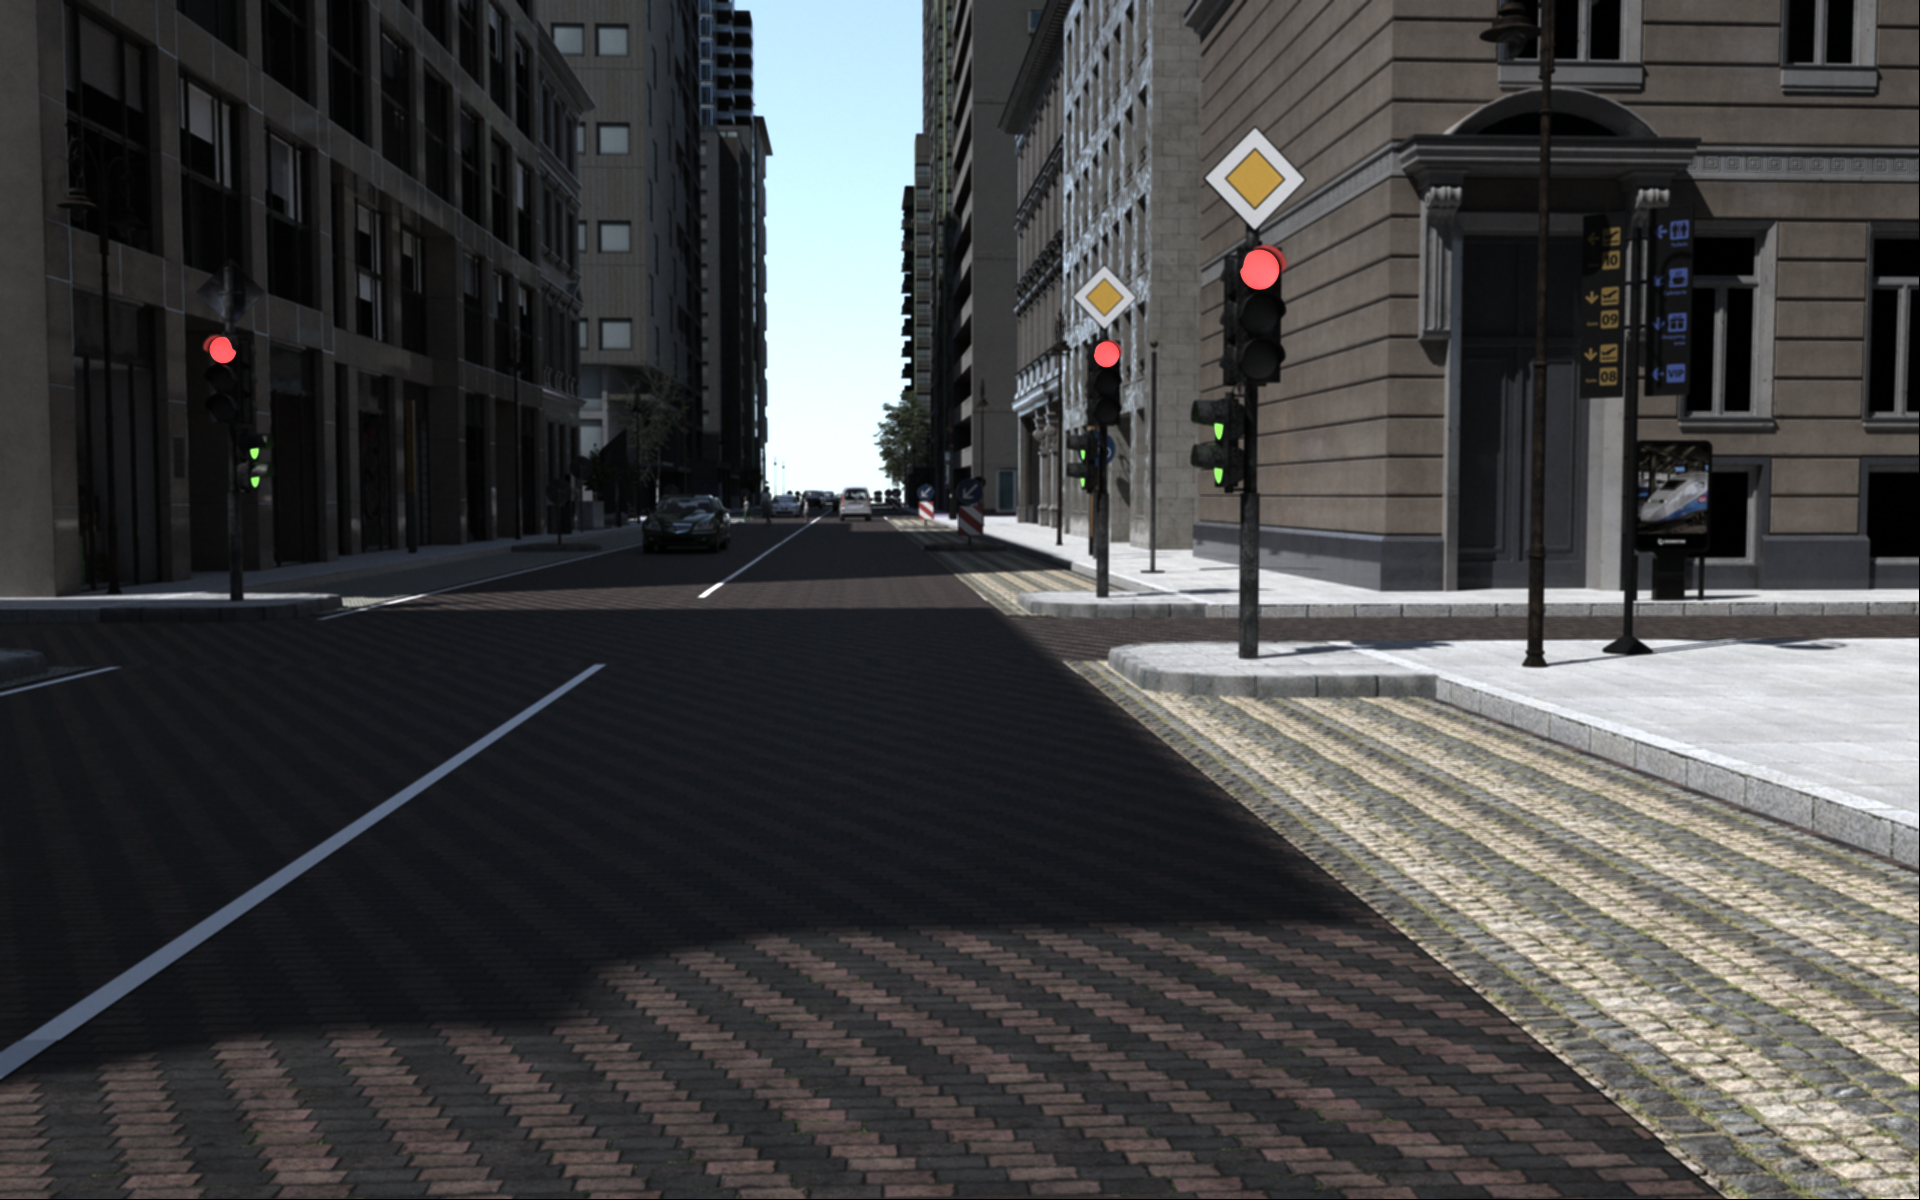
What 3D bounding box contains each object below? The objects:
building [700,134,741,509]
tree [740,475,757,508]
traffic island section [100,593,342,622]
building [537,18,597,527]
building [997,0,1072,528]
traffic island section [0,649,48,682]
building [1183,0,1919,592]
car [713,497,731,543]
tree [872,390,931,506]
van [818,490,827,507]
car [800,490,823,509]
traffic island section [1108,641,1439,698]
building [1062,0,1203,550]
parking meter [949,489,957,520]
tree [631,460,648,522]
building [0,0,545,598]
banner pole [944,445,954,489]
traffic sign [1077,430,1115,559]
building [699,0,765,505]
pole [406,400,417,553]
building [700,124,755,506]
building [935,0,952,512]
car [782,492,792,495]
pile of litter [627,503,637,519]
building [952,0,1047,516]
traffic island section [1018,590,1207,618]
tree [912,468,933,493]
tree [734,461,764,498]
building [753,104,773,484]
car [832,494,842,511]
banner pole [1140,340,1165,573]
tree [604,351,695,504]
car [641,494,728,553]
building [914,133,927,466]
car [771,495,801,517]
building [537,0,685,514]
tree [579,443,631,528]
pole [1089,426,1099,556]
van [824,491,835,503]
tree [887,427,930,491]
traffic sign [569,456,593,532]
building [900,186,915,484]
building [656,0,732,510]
[{"bbox_3d":[-36.456,-28.330,155.080,32.217,40.220,23.993,0,4,-3],"label":"building"},{"bbox_3d":[-19.225,-10.116,159.999,1.663,3.219,1.824,0,3,0],"label":"tree"},{"bbox_3d":[-8.731,0.086,20.871,2.009,0.180,2.903,0,4,-3],"label":"traffic island section"},{"bbox_3d":[-20.940,-13.988,64.861,11.583,22.565,21.152,0,4,-3],"label":"building"},{"bbox_3d":[7.045,-13.797,76.492,10.553,20.767,40.483,0,4,-3],"label":"building"},{"bbox_3d":[-8.247,0.574,12.900,2.009,0.180,2.903,0,4,-3],"label":"traffic island section"},{"bbox_3d":[14.860,-14.850,28.707,20.117,28.700,13.634,0,4,-3],"label":"building"},{"bbox_3d":[-7.599,-2.284,49.706,2.083,1.381,4.827,0,4,-5],"label":"car"},{"bbox_3d":[-5.756,-16.546,188.652,7.486,12.596,7.792,0,3,0],"label":"tree"},{"bbox_3d":[-15.792,-11.339,192.407,2.013,2.044,4.112,0,4,-4],"label":"van"},{"bbox_3d":[-14.548,-9.858,169.852,2.281,1.827,5.304,0,4,-4],"label":"car"},{"bbox_3d":[2.275,0.535,13.533,2.009,0.180,2.903,0,4,-3],"label":"traffic island section"},{"bbox_3d":[9.031,-11.817,47.956,10.420,20.320,16.860,0,4,-3],"label":"building"},{"bbox_3d":[-0.339,-4.828,87.352,0.372,1.533,0.369,0,3,0],"label":"parking meter"},{"bbox_3d":[-15.391,-5.279,80.917,1.663,3.219,1.824,0,3,0],"label":"tree"},{"bbox_3d":[-21.828,-14.222,37.039,19.350,26.468,34.151,0,4,-3],"label":"building"},{"bbox_3d":[-0.534,-6.012,88.305,0.401,3.779,0.863,3,5,39],"label":"banner pole"},{"bbox_3d":[2.680,-2.090,34.274,0.768,2.556,0.104,0,4,-2],"label":"traffic sign"},{"bbox_3d":[-34.534,-54.719,207.328,22.319,86.520,31.000,0,4,-3],"label":"building"},{"bbox_3d":[-11.905,-2.676,37.591,0.158,3.312,0.155,0,3,0],"label":"pole"},{"bbox_3d":[-29.626,-30.750,186.362,14.154,41.232,14.086,0,4,-3],"label":"building"},{"bbox_3d":[4.878,-28.126,143.460,14.154,41.232,14.086,0,4,-3],"label":"building"},{"bbox_3d":[-18.409,-10.674,184.303,2.009,1.686,4.222,0,4,-4],"label":"car"},{"bbox_3d":[-17.453,-4.637,89.774,1.719,0.858,1.176,-2,4,-25],"label":"pile of litter"},{"bbox_3d":[10.720,-29.813,111.145,21.300,48.544,21.600,0,4,-3],"label":"building"},{"bbox_3d":[1.791,0.048,21.503,2.009,0.180,2.903,0,4,-3],"label":"traffic island section"},{"bbox_3d":[-2.487,-8.133,127.569,1.663,3.219,1.824,0,3,0],"label":"tree"},{"bbox_3d":[-21.060,-11.525,172.153,4.285,4.588,4.351,0,3,0],"label":"tree"},{"bbox_3d":[-40.425,-39.634,237.248,28.713,52.752,27.495,0,4,-3],"label":"building"},{"bbox_3d":[-9.701,-8.310,144.670,1.959,1.807,4.718,0,4,-2],"label":"car"},{"bbox_3d":[3.165,-2.351,28.451,0.401,3.779,0.863,0,4,3],"label":"banner pole"},{"bbox_3d":[-15.600,-8.413,87.916,4.360,8.622,3.978,0,3,0],"label":"tree"},{"bbox_3d":[-6.887,-1.951,43.690,2.131,1.459,4.920,0,4,-3],"label":"car"},{"bbox_3d":[1.722,-31.567,199.713,14.154,41.232,14.086,0,4,-3],"label":"building"},{"bbox_3d":[-10.922,-5.839,107.823,2.083,1.381,4.827,0,4,-5],"label":"car"},{"bbox_3d":[-31.744,-31.749,108.342,28.713,52.752,27.495,0,4,-3],"label":"building"},{"bbox_3d":[-13.790,-4.329,65.389,1.663,3.219,1.824,0,3,0],"label":"tree"},{"bbox_3d":[2.802,-2.584,36.093,0.158,3.312,0.155,0,3,0],"label":"pole"},{"bbox_3d":[-17.472,-13.678,230.651,2.013,2.044,4.112,0,4,-4],"label":"van"},{"bbox_3d":[-5.247,-14.164,181.937,4.360,8.622,3.978,0,3,0],"label":"tree"},{"bbox_3d":[-12.663,-3.534,57.890,0.768,2.556,0.104,0,4,-3],"label":"traffic sign"},{"bbox_3d":[2.951,-35.911,241.765,22.147,44.769,28.867,0,4,-3],"label":"building"},{"bbox_3d":[-28.316,-42.433,132.038,20.563,71.187,20.611,0,4,-3],"label":"building"}]
